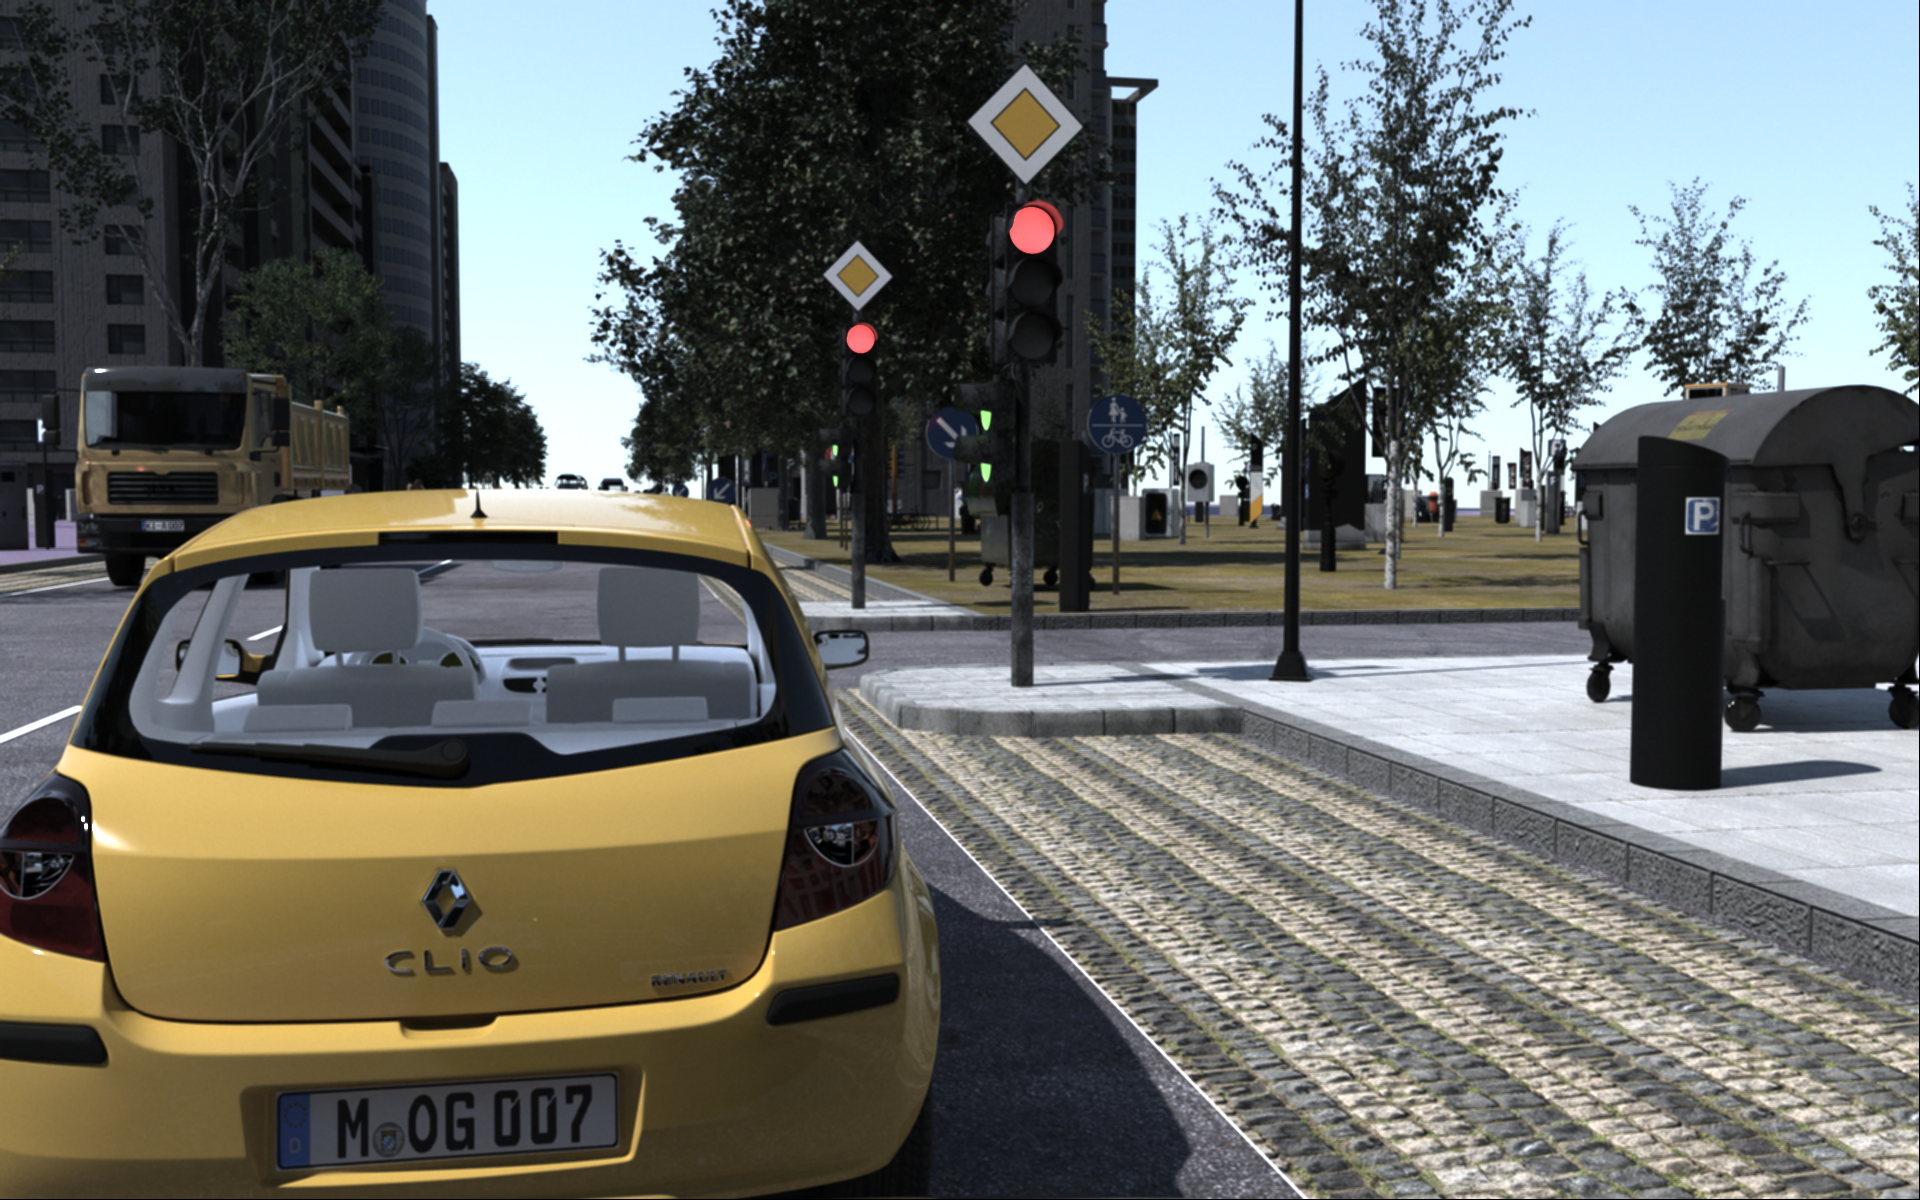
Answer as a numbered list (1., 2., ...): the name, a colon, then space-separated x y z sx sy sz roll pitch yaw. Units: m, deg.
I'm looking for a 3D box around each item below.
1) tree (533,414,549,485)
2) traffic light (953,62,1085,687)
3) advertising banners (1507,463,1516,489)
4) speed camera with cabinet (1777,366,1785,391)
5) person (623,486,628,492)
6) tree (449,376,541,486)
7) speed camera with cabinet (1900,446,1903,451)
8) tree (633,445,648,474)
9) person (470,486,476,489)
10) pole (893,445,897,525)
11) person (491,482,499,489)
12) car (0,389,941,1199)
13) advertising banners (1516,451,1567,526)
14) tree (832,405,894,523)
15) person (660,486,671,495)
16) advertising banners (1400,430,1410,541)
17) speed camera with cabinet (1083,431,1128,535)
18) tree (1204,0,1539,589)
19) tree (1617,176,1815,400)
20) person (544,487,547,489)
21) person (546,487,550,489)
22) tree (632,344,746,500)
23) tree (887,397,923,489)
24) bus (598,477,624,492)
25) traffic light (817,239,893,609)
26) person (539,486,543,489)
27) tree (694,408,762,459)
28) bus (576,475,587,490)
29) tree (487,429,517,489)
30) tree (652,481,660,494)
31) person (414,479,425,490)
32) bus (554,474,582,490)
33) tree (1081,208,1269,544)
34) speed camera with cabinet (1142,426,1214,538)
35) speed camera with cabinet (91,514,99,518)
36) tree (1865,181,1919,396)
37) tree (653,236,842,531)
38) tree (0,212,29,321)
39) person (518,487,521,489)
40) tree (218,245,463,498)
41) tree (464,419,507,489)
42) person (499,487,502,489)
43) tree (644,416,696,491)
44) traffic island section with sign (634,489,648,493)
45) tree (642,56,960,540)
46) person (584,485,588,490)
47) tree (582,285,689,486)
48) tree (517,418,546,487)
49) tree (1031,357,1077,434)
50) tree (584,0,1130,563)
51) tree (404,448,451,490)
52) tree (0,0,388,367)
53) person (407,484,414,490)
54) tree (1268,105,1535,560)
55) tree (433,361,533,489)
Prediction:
1. tree: -59.659 -19.531 237.461 7.486 12.596 7.792 0 3 0
2. traffic light: 0.397 -1.378 11.456 0.839 4.253 0.868 -1 4 -11
3. advertising banners: 31.485 -6.131 96.422 2.074 3.025 0.090 0 4 5
4. speed camera with cabinet: 13.284 -2.022 27.388 2.038 3.252 0.660 -2 4 -24
5. person: -16.073 -4.624 84.117 0.660 1.820 0.620 3 5 44
6. tree: -49.988 -17.115 186.491 9.857 13.997 8.962 0 3 0
7. speed camera with cabinet: 31.103 -3.939 58.745 2.038 3.252 0.660 2 4 31
8. tree: -41.296 -19.046 237.155 9.928 11.665 9.643 0 3 0
9. person: -17.116 -3.134 60.571 0.643 1.720 0.563 1 4 9
10. pole: -2.689 -4.752 71.535 0.158 3.312 0.155 0 3 0
11. person: -14.451 -2.793 54.355 0.592 1.802 0.473 1 4 18
12. car: -1.167 0.342 4.634 2.015 1.641 3.980 -1 4 -11
13. advertising banners: 23.722 -4.542 70.444 2.074 3.025 0.090 -1 4 -9
14. tree: -5.183 -7.753 77.126 4.360 8.622 3.978 0 3 0
15. person: -12.397 -3.926 73.178 0.782 1.767 0.515 1 4 12
16. advertising banners: 11.895 -3.096 46.800 0.090 3.025 2.074 2 4 30
17. speed camera with cabinet: 4.335 -3.686 54.609 2.038 3.252 0.660 -2 4 -34
18. tree: 5.741 -4.471 23.470 4.360 8.622 3.978 0 3 0
19. tree: 17.240 -5.487 40.070 4.360 8.622 3.978 0 3 0
20. person: -26.316 -6.250 110.315 1.348 1.869 0.705 -2 4 -27
21. person: -20.587 -4.745 86.427 0.374 1.781 0.599 2 4 33
22. tree: -14.620 -10.088 99.347 8.767 10.594 7.601 0 4 -6
23. tree: -4.140 -8.734 93.169 4.737 8.622 4.395 0 3 0
24. bus: -41.779 -13.008 207.540 2.948 3.499 13.247 -1 4 -13
25. traffic light: -1.157 -1.857 19.289 0.839 4.253 0.868 -1 4 -11
26. person: -20.566 -4.665 84.869 0.616 1.811 0.778 -3 4 -36
27. tree: -12.082 -8.576 90.572 4.737 8.622 4.395 0 3 0
28. bus: -50.754 -14.534 229.169 2.896 3.916 12.252 -1 4 -11
29. tree: -32.790 -10.702 100.741 9.928 11.665 9.643 0 3 0
30. tree: -39.283 -14.099 225.113 1.663 3.219 1.824 0 3 0
31. person: -13.441 -2.094 42.985 0.600 1.795 0.529 3 5 42
32. bus: -47.854 -13.489 212.097 2.896 3.916 12.252 -1 4 -10
33. tree: 5.531 -5.750 44.383 4.737 8.622 4.395 0 3 0
34. speed camera with cabinet: 6.344 -3.432 50.442 2.038 3.252 0.660 2 4 25
35. speed camera with cabinet: -33.184 -4.518 68.203 2.038 3.252 0.660 1 4 8
36. tree: 22.978 -5.500 40.295 4.737 8.622 4.395 0 3 0
37. tree: -6.408 -8.613 58.957 7.486 12.596 7.792 0 3 0
38. tree: -18.571 -4.845 29.578 4.737 8.622 4.395 0 3 0
39. person: -23.353 -5.066 91.533 0.583 1.804 0.606 0 4 -5
40. tree: -26.683 -8.913 71.483 9.928 11.665 9.643 0 3 0
41. tree: -43.161 -12.637 156.974 4.360 8.622 3.978 0 3 0
42. person: -20.927 -4.251 78.495 0.515 1.767 0.782 0 4 -1
43. tree: -22.150 -11.339 135.761 4.360 8.622 3.978 0 3 0
44. traffic island section with sign: -26.159 -8.274 143.905 1.989 1.847 2.006 -1 4 -11
45. tree: -4.109 -8.694 48.797 9.857 13.997 8.962 0 3 0
46. person: -14.261 -3.486 65.842 0.624 1.780 0.694 -3 5 -43
47. tree: -26.465 -18.141 152.494 12.611 20.169 13.585 0 3 0
48. tree: -58.519 -18.463 227.623 9.928 11.665 9.643 0 3 0
49. tree: 4.468 -8.744 93.334 4.360 8.622 3.978 0 3 0
50. tree: -1.626 -7.050 32.273 9.611 12.733 9.660 0 3 0
51. tree: -37.478 -8.465 122.116 4.285 4.588 4.351 0 3 0
52. tree: -23.912 -11.931 50.954 12.611 20.169 13.585 0 3 0
53. person: -18.298 -2.985 57.665 0.694 1.780 0.624 -2 4 -30
54. tree: 8.779 -5.090 33.582 4.737 8.622 4.395 0 3 0
55. tree: -41.416 -14.046 147.771 7.486 12.596 7.792 0 3 0
